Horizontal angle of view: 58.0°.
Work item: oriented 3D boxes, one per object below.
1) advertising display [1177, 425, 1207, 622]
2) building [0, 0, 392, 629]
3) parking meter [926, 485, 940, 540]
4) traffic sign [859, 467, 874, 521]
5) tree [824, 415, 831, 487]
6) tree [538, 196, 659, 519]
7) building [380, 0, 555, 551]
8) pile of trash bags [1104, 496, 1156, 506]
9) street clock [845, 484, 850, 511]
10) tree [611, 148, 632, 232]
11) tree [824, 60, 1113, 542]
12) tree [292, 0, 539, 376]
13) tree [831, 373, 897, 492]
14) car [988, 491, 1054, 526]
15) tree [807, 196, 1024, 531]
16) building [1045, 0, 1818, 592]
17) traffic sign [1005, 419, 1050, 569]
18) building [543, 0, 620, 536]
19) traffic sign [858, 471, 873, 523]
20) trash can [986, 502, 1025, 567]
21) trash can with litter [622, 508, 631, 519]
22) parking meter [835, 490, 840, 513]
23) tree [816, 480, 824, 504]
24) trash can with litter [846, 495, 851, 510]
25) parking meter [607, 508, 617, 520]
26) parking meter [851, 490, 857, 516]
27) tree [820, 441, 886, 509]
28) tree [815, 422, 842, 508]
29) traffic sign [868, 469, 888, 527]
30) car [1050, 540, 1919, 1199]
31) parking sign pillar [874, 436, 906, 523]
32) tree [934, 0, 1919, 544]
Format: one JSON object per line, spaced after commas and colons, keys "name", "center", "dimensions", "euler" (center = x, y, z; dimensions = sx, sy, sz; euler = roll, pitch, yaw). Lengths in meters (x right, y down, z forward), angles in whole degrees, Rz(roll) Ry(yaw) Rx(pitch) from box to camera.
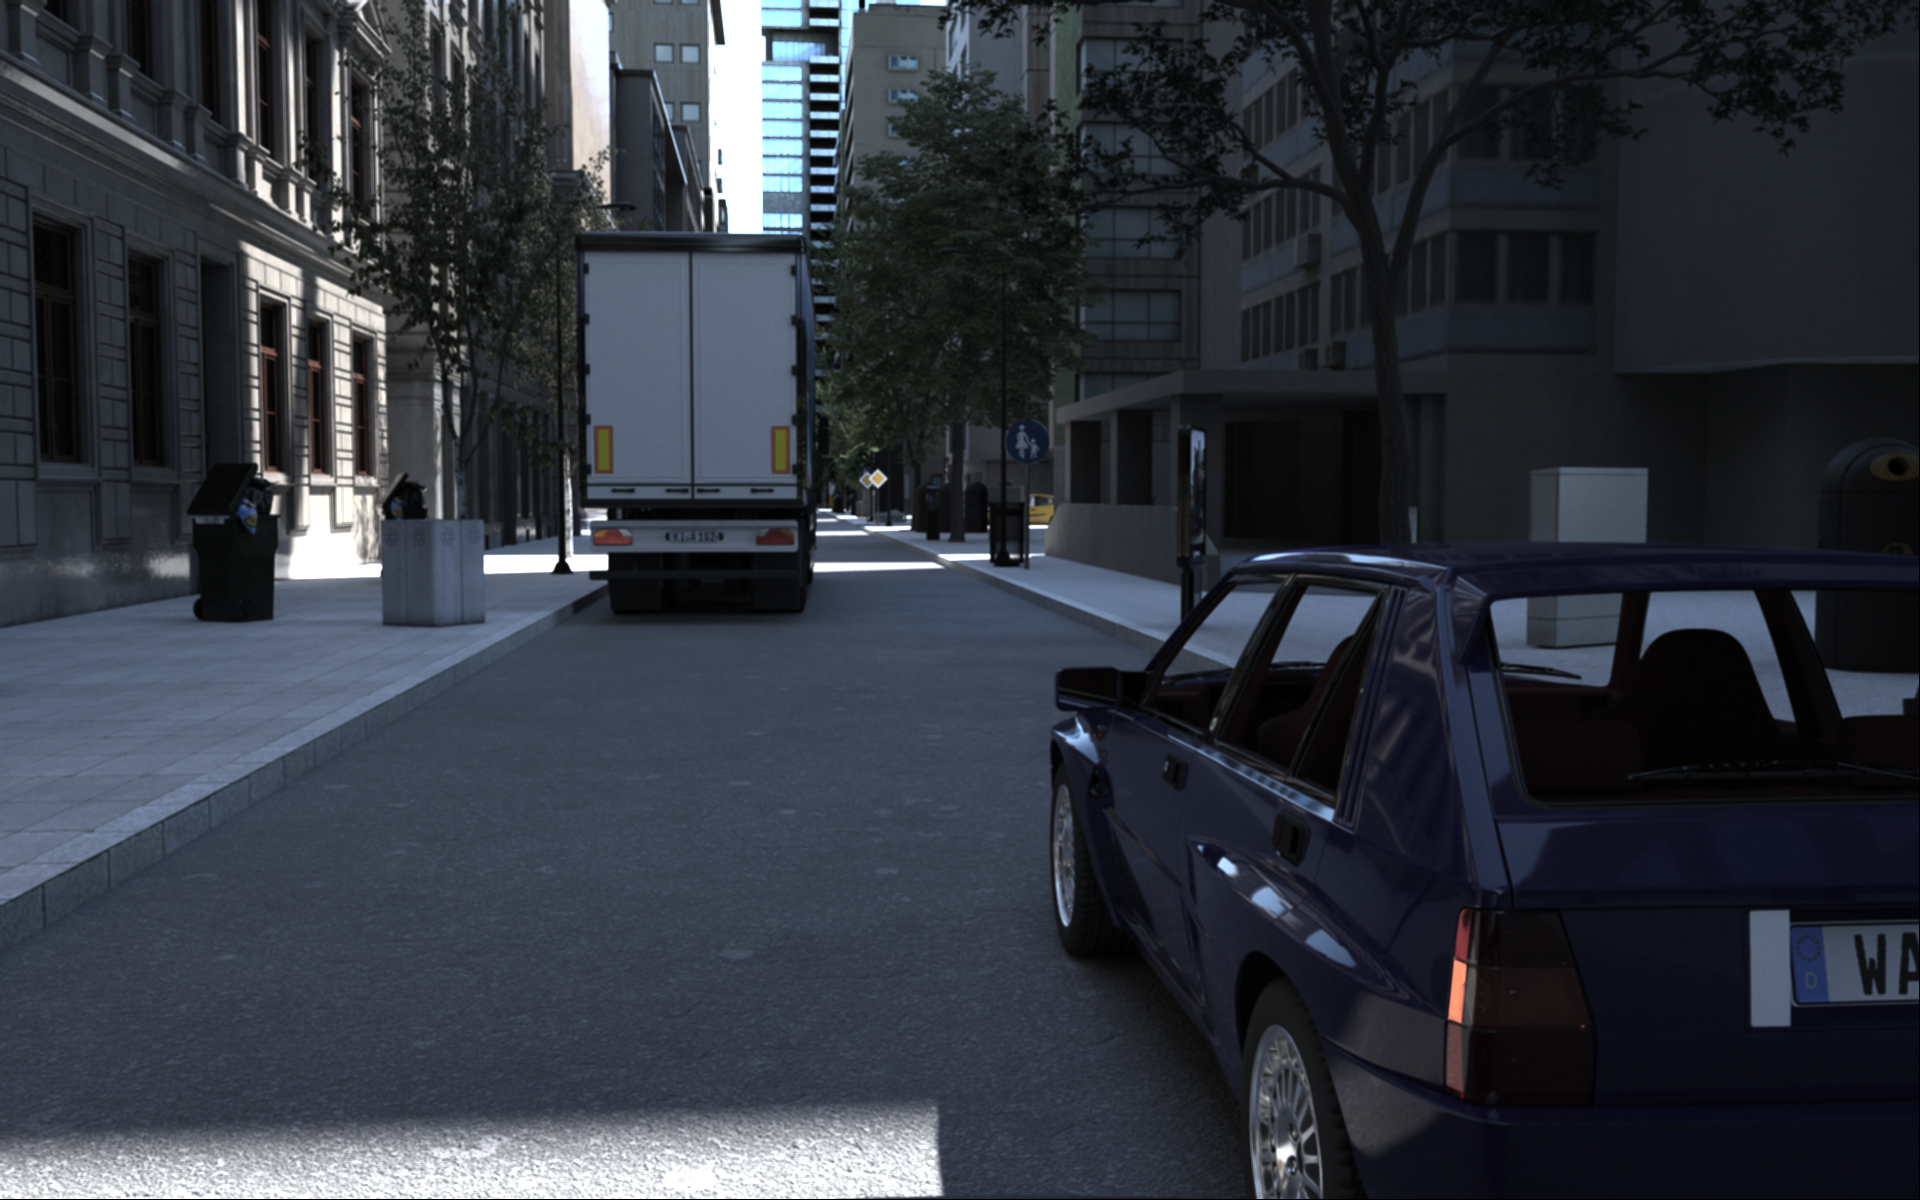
{"name": "advertising display", "center": [2.222, -0.695, 16.583], "dimensions": [0.123, 1.923, 0.974], "euler": [1, 4, 17]}
{"name": "building", "center": [-14.766, -11.357, 21.843], "dimensions": [11.583, 22.565, 21.152], "euler": [0, 4, -6]}
{"name": "parking meter", "center": [-0.752, -2.446, 48.398], "dimensions": [0.372, 1.533, 0.369], "euler": [0, 3, 0]}
{"name": "traffic sign", "center": [-4.419, -5.041, 82.527], "dimensions": [0.768, 2.556, 0.104], "euler": [0, 4, 3]}
{"name": "tree", "center": [-6.595, -9.711, 109.131], "dimensions": [4.737, 8.622, 4.395], "euler": [0, 3, 0]}
{"name": "tree", "center": [-8.448, -5.657, 42.852], "dimensions": [4.737, 8.622, 4.395], "euler": [0, 3, 0]}
{"name": "building", "center": [-15.794, -11.773, 41.644], "dimensions": [9.793, 20.994, 18.267], "euler": [0, 4, -6]}
{"name": "pile of trash bags", "center": [4.919, -2.076, 43.689], "dimensions": [3.447, 1.369, 1.912], "euler": [1, 4, 11]}
{"name": "street clock", "center": [-8.302, -7.542, 127.886], "dimensions": [0.358, 2.002, 0.471], "euler": [0, 4, 4]}
{"name": "tree", "center": [-7.756, -5.113, 33.960], "dimensions": [4.360, 8.622, 3.978], "euler": [0, 3, 0]}
{"name": "tree", "center": [0.349, -7.821, 46.006], "dimensions": [7.486, 12.596, 7.792], "euler": [0, 3, 0]}
{"name": "tree", "center": [-6.894, -4.490, 23.766], "dimensions": [4.360, 8.622, 3.978], "euler": [0, 3, 0]}
{"name": "tree", "center": [-5.113, -9.243, 101.486], "dimensions": [4.737, 8.622, 4.395], "euler": [0, 3, 0]}
{"name": "car", "center": [2.661, -3.884, 73.724], "dimensions": [3.980, 1.641, 2.015], "euler": [0, 4, -5]}
{"name": "tree", "center": [-1.598, -8.195, 59.746], "dimensions": [9.928, 11.665, 9.643], "euler": [0, 3, 0]}
{"name": "building", "center": [18.530, -20.682, 30.025], "dimensions": [32.217, 40.220, 23.993], "euler": [0, 4, -6]}
{"name": "traffic sign", "center": [1.142, -1.799, 29.517], "dimensions": [0.768, 2.556, 0.104], "euler": [0, 4, -3]}
{"name": "building", "center": [-21.883, -16.596, 57.250], "dimensions": [20.117, 28.700, 13.634], "euler": [0, 4, -6]}
{"name": "traffic sign", "center": [-4.065, -4.428, 76.044], "dimensions": [0.795, 2.450, 0.064], "euler": [0, 4, -6]}
{"name": "trash can", "center": [0.835, -1.169, 30.767], "dimensions": [0.748, 1.137, 0.748], "euler": [0, 3, 0]}
{"name": "trash can with litter", "center": [-10.153, -2.476, 51.863], "dimensions": [1.055, 1.170, 0.624], "euler": [-1, 4, -19]}
{"name": "parking meter", "center": [-8.207, -6.577, 115.947], "dimensions": [0.372, 1.533, 0.369], "euler": [0, 3, 0]}
{"name": "tree", "center": [-18.590, -14.275, 227.993], "dimensions": [1.663, 3.219, 1.824], "euler": [0, 3, 0]}
{"name": "trash can with litter", "center": [-8.719, -7.789, 138.734], "dimensions": [0.624, 1.170, 1.055], "euler": [-1, 4, -21]}
{"name": "parking meter", "center": [-10.009, -2.546, 50.033], "dimensions": [0.372, 1.533, 0.369], "euler": [0, 3, 0]}
{"name": "parking meter", "center": [-6.296, -5.790, 103.084], "dimensions": [0.372, 1.533, 0.369], "euler": [0, 3, 0]}
{"name": "tree", "center": [-4.643, -6.592, 91.494], "dimensions": [4.285, 4.588, 4.351], "euler": [0, 3, 0]}
{"name": "tree", "center": [-13.575, -13.380, 169.132], "dimensions": [4.360, 8.622, 3.978], "euler": [0, 3, 0]}
{"name": "traffic sign", "center": [-3.227, -3.943, 68.103], "dimensions": [0.795, 2.450, 0.064], "euler": [0, 4, -6]}
{"name": "car", "center": [1.272, 0.506, 4.306], "dimensions": [1.945, 1.354, 3.894], "euler": [0, 4, -5]}
{"name": "parking sign pillar", "center": [-3.173, -5.477, 78.027], "dimensions": [1.447, 3.967, 1.447], "euler": [0, 4, -1]}
{"name": "tree", "center": [3.148, -4.762, 12.265], "dimensions": [8.767, 10.594, 7.601], "euler": [0, 4, -1]}
